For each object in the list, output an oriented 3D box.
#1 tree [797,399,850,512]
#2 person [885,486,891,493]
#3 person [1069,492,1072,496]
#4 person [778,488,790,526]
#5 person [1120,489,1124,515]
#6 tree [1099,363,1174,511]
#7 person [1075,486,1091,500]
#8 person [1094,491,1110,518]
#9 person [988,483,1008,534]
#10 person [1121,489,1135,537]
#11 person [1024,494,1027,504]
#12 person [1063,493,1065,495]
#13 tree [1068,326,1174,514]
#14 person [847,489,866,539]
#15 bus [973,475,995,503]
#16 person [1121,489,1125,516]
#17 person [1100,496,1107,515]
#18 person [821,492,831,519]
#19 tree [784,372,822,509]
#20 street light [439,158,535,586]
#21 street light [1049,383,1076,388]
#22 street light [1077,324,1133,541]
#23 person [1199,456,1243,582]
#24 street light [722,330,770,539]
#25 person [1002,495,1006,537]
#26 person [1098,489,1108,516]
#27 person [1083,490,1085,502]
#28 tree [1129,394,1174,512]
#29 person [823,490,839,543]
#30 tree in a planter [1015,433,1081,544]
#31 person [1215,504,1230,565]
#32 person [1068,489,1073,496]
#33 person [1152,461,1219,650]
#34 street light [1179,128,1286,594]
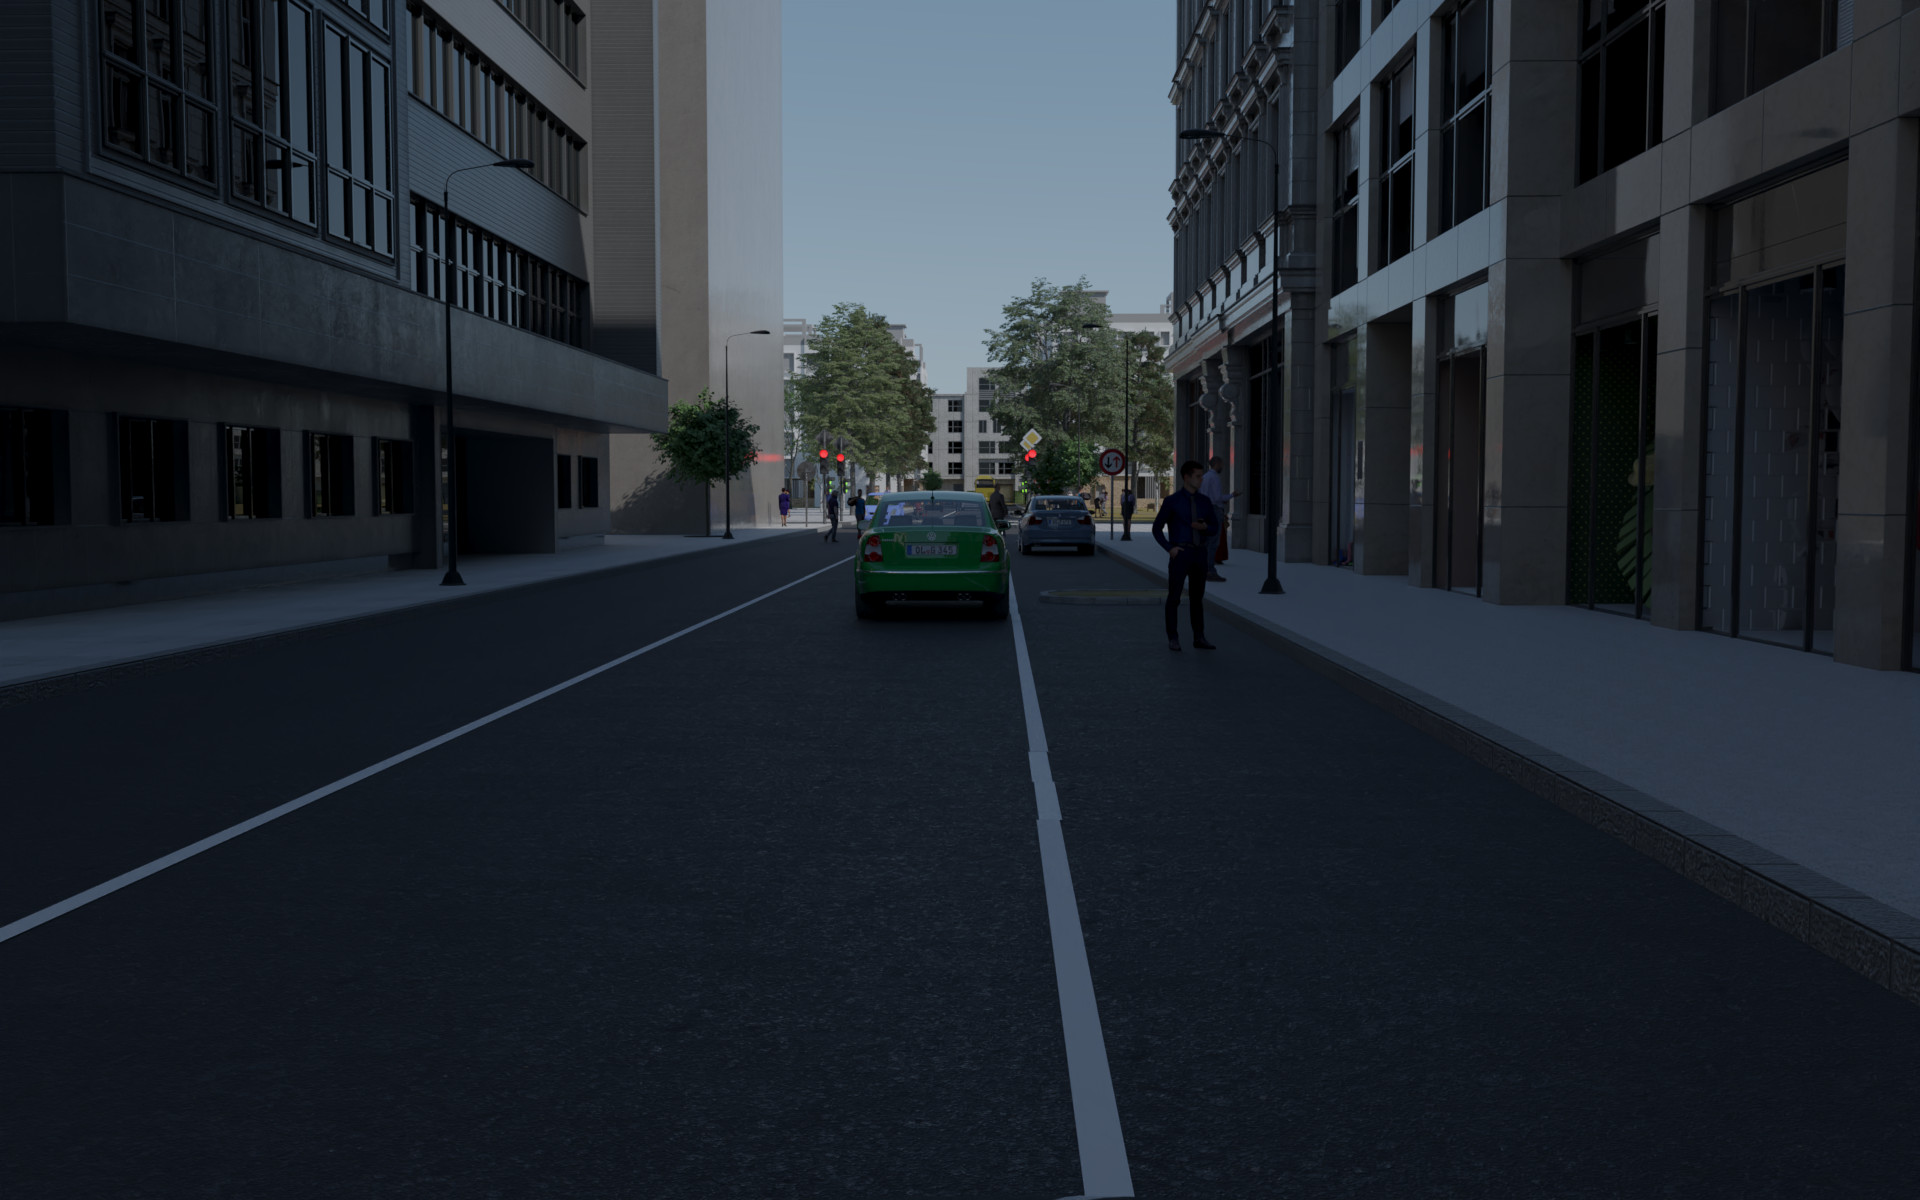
[{"bbox_3d":[-9.938,-10.704,125.364,4.737,8.622,4.395,0,3,0],"label":"tree"},{"bbox_3d":[-5.391,-7.457,127.831,0.709,1.838,0.599,1,4,22],"label":"person"},{"bbox_3d":[9.378,-8.408,146.707,0.628,1.438,0.799,-3,4,-37],"label":"person"},{"bbox_3d":[-6.952,-3.676,68.518,0.453,1.535,0.546,0,4,-6],"label":"person"},{"bbox_3d":[9.838,-5.888,104.187,0.662,1.594,0.647,3,5,39],"label":"person"},{"bbox_3d":[13.678,-12.696,133.328,9.928,11.665,9.643,0,3,0],"label":"tree"},{"bbox_3d":[4.715,-3.614,67.009,0.647,1.594,0.662,-2,4,-27],"label":"person"},{"bbox_3d":[7.535,-5.080,92.284,0.799,1.438,0.628,-2,4,-32],"label":"person"},{"bbox_3d":[1.093,-2.481,49.610,0.434,1.755,0.990,-2,4,-32],"label":"person"},{"bbox_3d":[4.962,-2.567,51.247,0.421,1.427,0.697,1,4,13],"label":"person"},{"bbox_3d":[8.140,-12.735,214.390,0.705,1.807,1.348,1,4,13],"label":"person"},{"bbox_3d":[3.376,-2.747,55.685,0.388,1.546,0.482,1,4,21],"label":"person"},{"bbox_3d":[11.315,-11.643,112.426,6.751,12.117,7.091,0,3,0],"label":"tree"},{"bbox_3d":[-3.224,-2.726,54.938,0.662,1.594,0.647,3,5,40],"label":"person"},{"bbox_3d":[3.210,-14.449,227.789,2.896,3.916,12.252,0,3,0],"label":"bus"},{"bbox_3d":[9.442,-5.562,98.943,0.435,1.587,0.963,-3,5,-43],"label":"person"},{"bbox_3d":[8.729,-5.867,105.209,0.421,1.427,0.697,2,4,25],"label":"person"},{"bbox_3d":[-6.823,-4.857,88.148,0.600,1.496,0.574,-3,4,-37],"label":"person"},{"bbox_3d":[-14.285,-13.517,146.763,9.928,11.665,9.643,0,3,0],"label":"tree"},{"bbox_3d":[-6.588,-3.156,24.146,1.470,5.913,1.316,0,4,1],"label":"street light"},{"bbox_3d":[4.451,-6.135,72.850,1.470,5.913,1.316,0,4,1],"label":"street light"},{"bbox_3d":[4.018,-4.577,47.382,1.470,5.913,1.316,0,4,1],"label":"street light"},{"bbox_3d":[3.845,-1.200,25.535,0.599,1.838,0.709,-1,4,-14],"label":"person"},{"bbox_3d":[-6.071,-4.688,49.189,1.470,5.913,1.316,0,4,1],"label":"street light"},{"bbox_3d":[1.255,-3.001,58.482,0.530,1.710,0.541,-3,5,-41],"label":"person"},{"bbox_3d":[8.292,-5.615,100.057,0.569,1.553,0.471,-2,4,-28],"label":"person"},{"bbox_3d":[11.347,-9.362,159.912,0.742,1.727,0.445,3,5,43],"label":"person"},{"bbox_3d":[13.617,-10.410,120.559,4.737,8.622,4.395,0,3,0],"label":"tree"},{"bbox_3d":[-3.775,-2.467,51.051,0.471,1.553,0.569,0,4,6],"label":"person"},{"bbox_3d":[2.609,-3.249,50.340,1.991,3.239,1.994,0,4,1],"label":"tree in a planter"},{"bbox_3d":[4.659,-1.402,31.439,0.387,1.526,0.523,2,4,34],"label":"person"},{"bbox_3d":[9.967,-9.366,159.852,1.217,1.739,0.721,1,4,9],"label":"person"},{"bbox_3d":[2.123,-0.411,15.932,0.576,1.737,0.504,-2,4,-32],"label":"person"},{"bbox_3d":[3.483,-3.036,22.174,1.470,5.913,1.316,0,4,1],"label":"street light"}]
